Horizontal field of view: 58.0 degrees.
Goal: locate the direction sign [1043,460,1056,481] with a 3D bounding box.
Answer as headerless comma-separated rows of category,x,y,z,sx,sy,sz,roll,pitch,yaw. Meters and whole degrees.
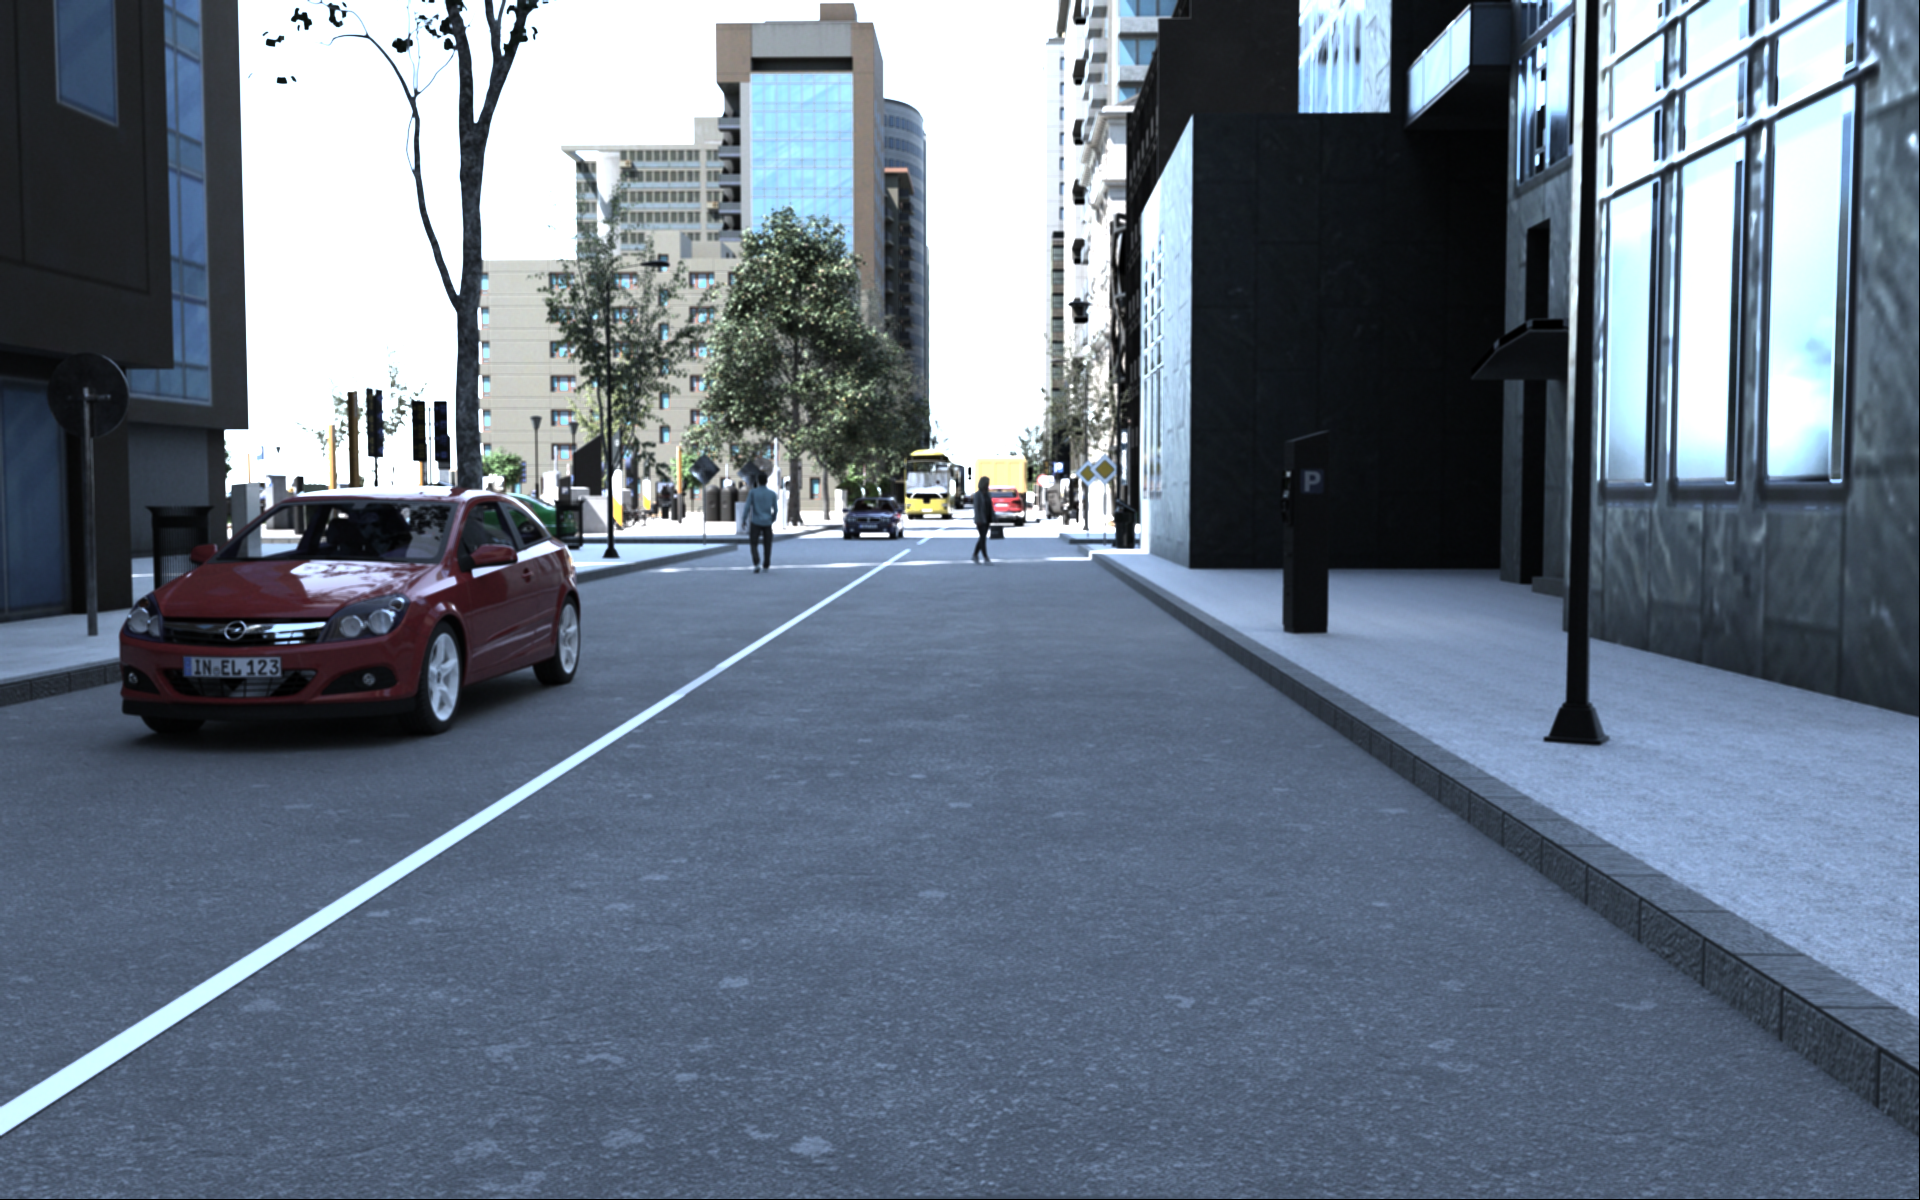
direction sign,5.962,-7.550,115.439,0.876,3.537,0.379,-1,4,-22

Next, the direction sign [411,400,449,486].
direction sign,-12.796,-3.051,41.876,0.876,3.537,0.379,0,4,0

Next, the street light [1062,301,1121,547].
street light,3.293,-4.239,41.844,1.470,5.913,1.316,0,4,1

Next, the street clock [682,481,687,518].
street clock,-14.850,-5.406,92.954,0.358,2.002,0.471,-3,5,-42

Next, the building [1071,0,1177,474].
building,21.335,-31.860,140.516,23.786,49.044,30.456,0,4,1

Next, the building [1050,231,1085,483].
building,16.986,-25.688,191.704,14.160,30.474,14.107,0,4,1

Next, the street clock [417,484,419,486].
street clock,-36.981,-6.982,118.726,0.471,2.002,0.358,1,4,20

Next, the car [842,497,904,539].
car,-2.776,-2.654,55.965,1.945,1.354,3.894,0,4,3

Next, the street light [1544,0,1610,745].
street light,2.673,-2.222,8.866,1.470,5.913,1.316,0,4,1

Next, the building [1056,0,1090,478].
building,24.109,-35.476,169.271,28.713,52.752,27.495,0,4,1

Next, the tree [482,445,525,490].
tree,-31.019,-8.145,116.886,4.285,4.588,4.351,0,3,0

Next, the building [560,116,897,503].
building,-23.194,-30.000,182.373,32.217,40.220,23.993,0,4,1

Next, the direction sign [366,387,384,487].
direction sign,-12.573,-2.770,37.289,0.379,3.537,0.876,0,4,3

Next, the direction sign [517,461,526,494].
direction sign,-30.370,-7.807,119.634,0.876,3.537,0.379,1,4,15

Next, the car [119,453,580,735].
car,-3.902,-0.162,11.690,2.155,1.783,4.494,0,4,3

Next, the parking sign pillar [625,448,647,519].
parking sign pillar,-16.968,-6.184,89.576,1.447,3.967,1.447,0,4,-1

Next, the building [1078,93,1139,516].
building,15.109,-19.914,112.982,14.401,28.519,23.554,0,4,1

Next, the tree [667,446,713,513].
tree,-18.479,-8.270,118.931,4.285,4.588,4.351,0,3,0

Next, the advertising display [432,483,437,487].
advertising display,-29.781,-5.749,99.209,0.123,1.923,0.974,2,4,35

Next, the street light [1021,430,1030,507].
street light,5.327,-9.381,125.924,1.470,5.913,1.316,0,4,1

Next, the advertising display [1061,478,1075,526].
advertising display,4.265,-3.933,69.512,0.123,1.923,0.974,-1,4,-17

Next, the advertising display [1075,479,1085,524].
advertising display,5.179,-4.293,75.402,0.123,1.923,0.974,3,5,40

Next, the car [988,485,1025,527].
car,1.784,-4.221,77.683,2.281,1.827,5.304,0,4,0

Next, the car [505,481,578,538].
car,-12.895,-2.361,47.391,4.718,1.807,1.959,0,4,1

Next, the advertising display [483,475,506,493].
advertising display,-16.084,-3.324,59.554,0.974,1.923,0.123,1,4,10

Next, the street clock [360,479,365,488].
street clock,-27.442,-4.578,79.415,0.358,2.002,0.471,-1,4,-9

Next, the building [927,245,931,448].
building,-12.001,-36.297,277.045,14.154,41.232,14.086,0,4,1

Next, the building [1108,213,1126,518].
building,16.380,-13.801,93.103,16.820,18.784,16.811,0,4,1

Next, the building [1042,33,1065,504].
building,21.231,-41.819,225.743,21.231,58.520,28.212,0,4,1

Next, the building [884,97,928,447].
building,-15.851,-43.630,255.346,21.231,58.520,28.212,0,4,1

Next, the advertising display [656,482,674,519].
advertising display,-15.150,-5.125,89.005,0.974,1.923,0.123,-2,4,-32

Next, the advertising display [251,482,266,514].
advertising display,-36.927,-5.270,91.373,0.974,1.923,0.123,-2,4,-28

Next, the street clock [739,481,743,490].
street clock,-12.369,-5.705,97.847,0.358,2.002,0.471,-1,4,-9

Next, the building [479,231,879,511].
building,-21.420,-18.142,141.659,27.650,21.520,28.899,0,4,1

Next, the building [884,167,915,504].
building,-17.286,-34.998,226.841,22.147,44.769,28.867,0,4,1

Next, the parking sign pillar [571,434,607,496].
parking sign pillar,-16.706,-5.444,77.475,1.447,3.967,1.447,-2,4,-30

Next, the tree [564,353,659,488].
tree,-17.165,-8.304,86.125,4.737,8.622,4.395,0,3,0

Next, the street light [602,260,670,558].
street light,-6.469,-3.796,34.600,1.470,5.913,1.316,0,4,1

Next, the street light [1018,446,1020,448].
street light,5.474,-9.976,135.644,1.470,5.913,1.316,0,4,1

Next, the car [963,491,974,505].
car,1.369,-13.620,231.361,2.281,1.827,5.304,0,4,0

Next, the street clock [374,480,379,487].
street clock,-29.536,-5.083,87.673,0.358,2.002,0.471,-1,4,-15

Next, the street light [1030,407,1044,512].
street light,4.650,-7.358,92.837,1.470,5.913,1.316,0,4,1

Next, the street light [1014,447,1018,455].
street light,6.203,-11.998,168.715,1.470,5.913,1.316,0,4,1

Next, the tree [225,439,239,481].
tree,-35.208,-5.904,80.244,4.285,4.588,4.351,0,3,0

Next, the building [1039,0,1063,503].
building,21.720,-49.631,249.717,20.563,71.187,20.611,0,4,1

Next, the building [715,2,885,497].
building,-14.421,-31.349,162.670,14.600,45.320,14.200,0,4,1

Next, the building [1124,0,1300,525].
building,13.546,-14.768,71.142,12.332,23.373,15.834,0,4,1

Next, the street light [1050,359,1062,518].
street light,3.810,-5.332,59.719,1.470,5.913,1.316,0,4,1
